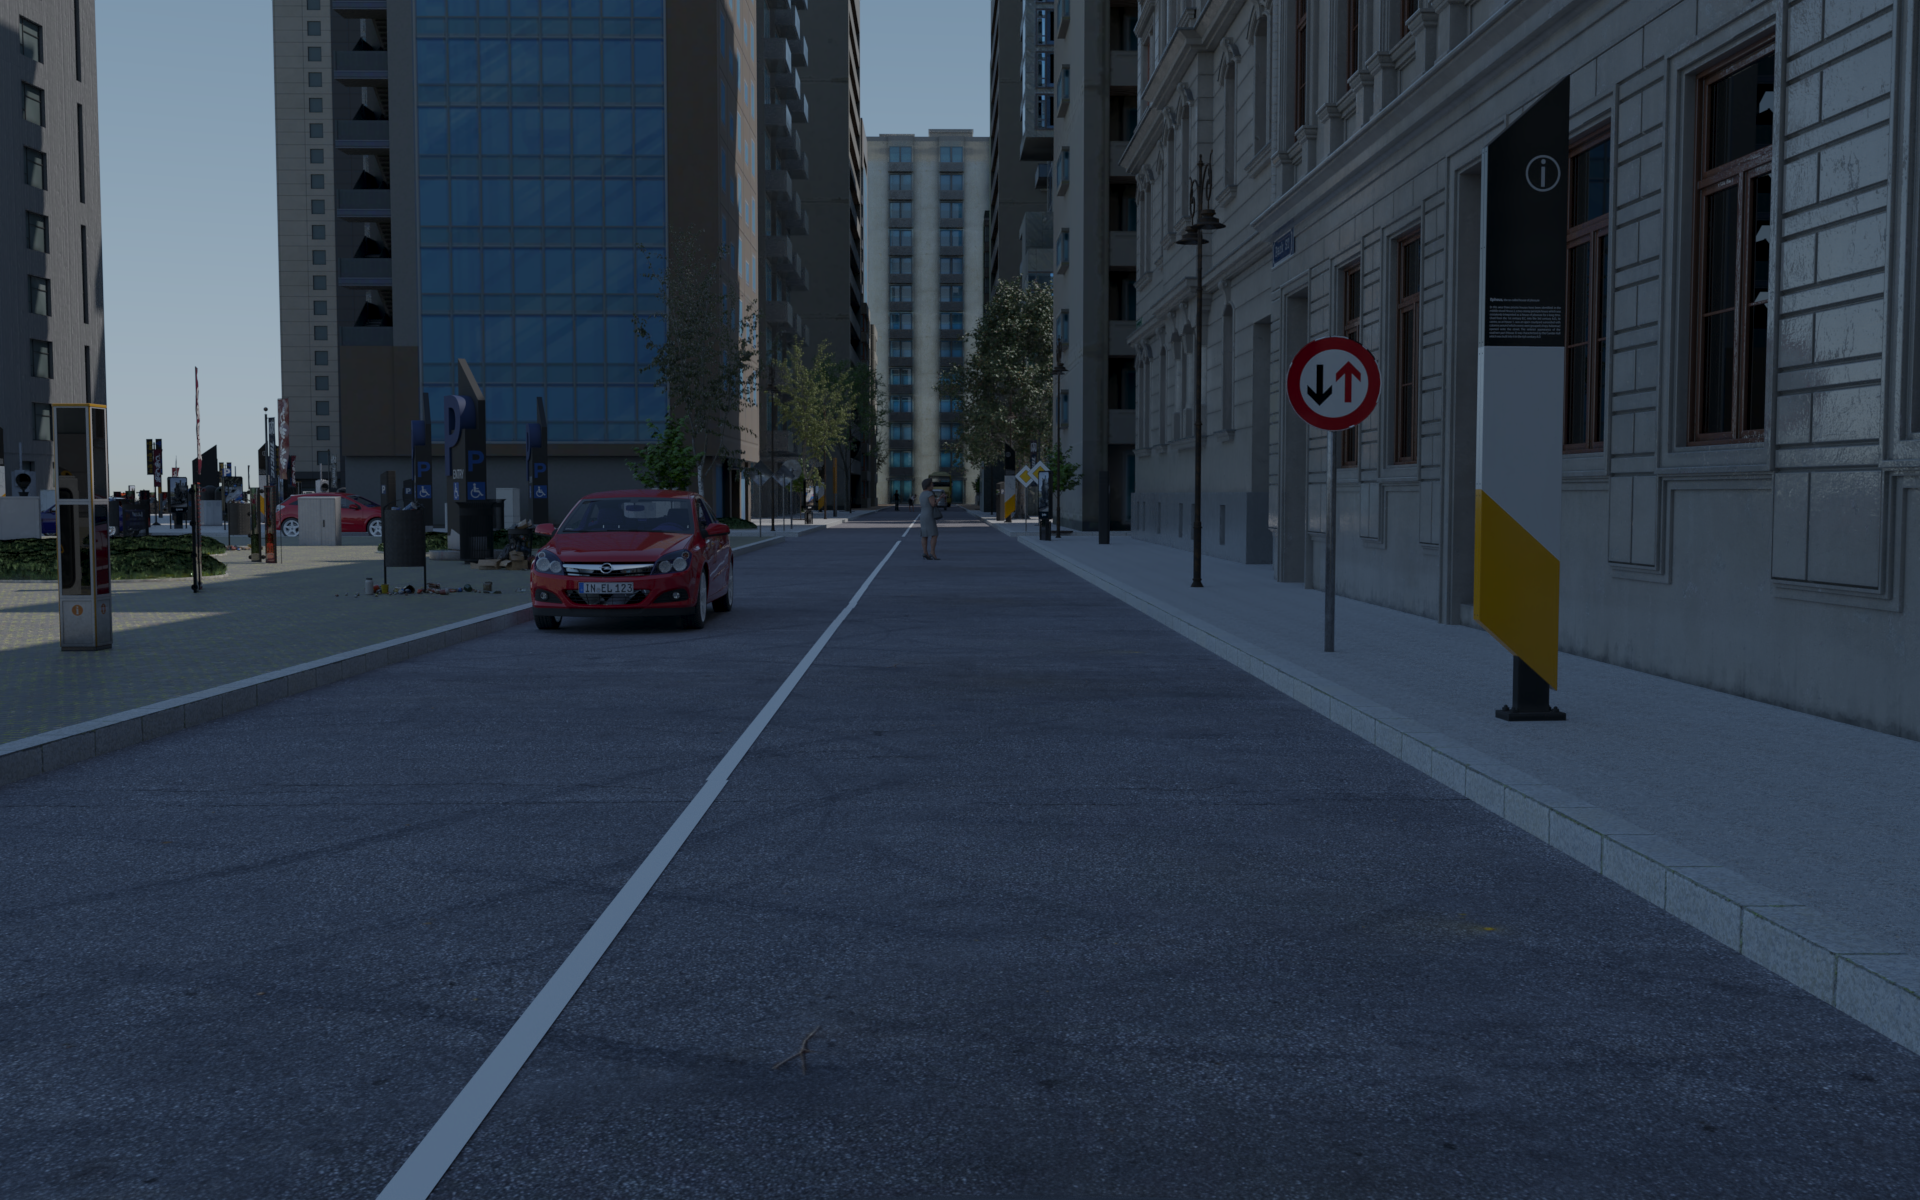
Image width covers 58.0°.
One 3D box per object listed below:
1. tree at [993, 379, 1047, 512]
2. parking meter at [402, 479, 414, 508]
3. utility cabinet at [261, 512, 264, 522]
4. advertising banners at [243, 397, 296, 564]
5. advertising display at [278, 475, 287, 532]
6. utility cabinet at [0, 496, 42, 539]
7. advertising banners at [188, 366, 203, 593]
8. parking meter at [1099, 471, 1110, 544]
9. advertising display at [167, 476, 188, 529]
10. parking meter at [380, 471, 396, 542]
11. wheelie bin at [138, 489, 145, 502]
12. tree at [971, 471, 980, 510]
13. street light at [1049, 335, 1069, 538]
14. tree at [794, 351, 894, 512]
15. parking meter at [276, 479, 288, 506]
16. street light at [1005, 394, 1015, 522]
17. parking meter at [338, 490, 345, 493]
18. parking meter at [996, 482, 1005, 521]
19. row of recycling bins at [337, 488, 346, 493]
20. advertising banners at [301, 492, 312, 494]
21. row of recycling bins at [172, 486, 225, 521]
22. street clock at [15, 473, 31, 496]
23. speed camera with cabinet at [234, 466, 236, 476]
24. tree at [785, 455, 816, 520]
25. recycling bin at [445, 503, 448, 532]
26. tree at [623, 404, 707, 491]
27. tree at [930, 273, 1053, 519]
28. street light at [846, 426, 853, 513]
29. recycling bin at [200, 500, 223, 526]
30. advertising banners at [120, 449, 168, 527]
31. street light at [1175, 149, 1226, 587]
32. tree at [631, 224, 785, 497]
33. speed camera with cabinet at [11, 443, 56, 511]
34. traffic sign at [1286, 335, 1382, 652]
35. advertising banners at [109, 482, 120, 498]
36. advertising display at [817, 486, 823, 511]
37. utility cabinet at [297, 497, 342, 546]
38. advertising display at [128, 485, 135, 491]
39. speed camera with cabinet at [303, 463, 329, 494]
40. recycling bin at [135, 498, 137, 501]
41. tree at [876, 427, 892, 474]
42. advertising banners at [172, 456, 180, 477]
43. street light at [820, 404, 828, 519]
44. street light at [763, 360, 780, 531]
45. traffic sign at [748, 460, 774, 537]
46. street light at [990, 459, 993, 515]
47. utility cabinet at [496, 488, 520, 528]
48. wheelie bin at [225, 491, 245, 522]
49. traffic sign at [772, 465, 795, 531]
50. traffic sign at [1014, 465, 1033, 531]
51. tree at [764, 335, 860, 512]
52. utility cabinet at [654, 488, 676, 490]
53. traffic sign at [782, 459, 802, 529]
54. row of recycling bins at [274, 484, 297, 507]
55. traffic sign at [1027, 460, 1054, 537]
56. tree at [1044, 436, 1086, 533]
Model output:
[{"bbox_3d":[3.010,-9.087,98.929,4.360,8.622,3.978,0,3,0],"label":"tree"},{"bbox_3d":[-20.286,-3.547,63.708,0.399,1.863,0.255,-1,4,-10],"label":"parking meter"},{"bbox_3d":[-32.042,-4.191,79.689,0.306,1.237,1.020,2,4,30],"label":"utility cabinet"},{"bbox_3d":[-12.829,-2.199,32.147,0.090,3.025,2.074,-3,5,-42],"label":"advertising banners"},{"bbox_3d":[-22.997,-3.278,58.813,0.123,1.923,0.974,-2,4,-31],"label":"advertising display"},{"bbox_3d":[-24.604,-2.086,45.271,1.020,1.237,0.306,-1,4,-23],"label":"utility cabinet"},{"bbox_3d":[-10.255,-1.656,23.256,0.090,3.025,2.074,-1,4,-20],"label":"advertising banners"},{"bbox_3d":[3.696,-2.362,44.336,0.255,1.863,0.399,1,4,11],"label":"parking meter"},{"bbox_3d":[-28.885,-3.593,63.961,0.123,1.923,0.974,1,4,14],"label":"advertising display"},{"bbox_3d":[-14.341,-2.309,43.459,0.255,1.863,0.399,-3,5,-44],"label":"parking meter"},{"bbox_3d":[-49.781,-5.980,105.679,0.693,1.594,0.980,-2,4,-26],"label":"wheelie bin"},{"bbox_3d":[1.605,-9.073,142.936,1.663,3.219,1.824,0,3,0],"label":"tree"},{"bbox_3d":[2.874,-4.750,50.458,0.468,5.910,1.993,0,4,-1],"label":"street light"},{"bbox_3d":[-8.361,-12.260,126.200,9.928,11.665,9.643,0,3,0],"label":"tree"},{"bbox_3d":[-26.244,-3.753,67.071,0.399,1.863,0.255,0,4,1],"label":"parking meter"},{"bbox_3d":[2.337,-6.575,80.291,0.468,5.910,1.993,0,4,-1],"label":"street light"},{"bbox_3d":[-35.299,-5.535,98.905,0.372,1.533,0.369,0,3,0],"label":"parking meter"},{"bbox_3d":[1.921,-4.699,82.540,0.255,1.863,0.399,3,5,41],"label":"parking meter"},{"bbox_3d":[-39.374,-6.361,111.122,1.069,1.692,3.534,-1,4,-11],"label":"row of recycling bins"},{"bbox_3d":[-40.318,-6.706,105.823,2.074,3.025,0.090,2,4,25],"label":"advertising banners"},{"bbox_3d":[-36.928,-4.728,84.420,3.534,1.692,1.069,1,4,20],"label":"row of recycling bins"},{"bbox_3d":[-32.470,-3.395,60.075,0.471,2.002,0.358,-2,4,-34],"label":"street clock"},{"bbox_3d":[-51.806,-7.811,122.048,2.038,3.252,0.660,0,4,-4],"label":"speed camera with cabinet"},{"bbox_3d":[-7.840,-5.537,85.135,1.663,3.219,1.824,0,3,0],"label":"tree"},{"bbox_3d":[-14.147,-2.221,48.861,0.722,1.027,0.722,-1,4,-16],"label":"recycling bin"},{"bbox_3d":[-6.237,-2.618,37.402,1.663,3.219,1.824,0,3,0],"label":"tree"},{"bbox_3d":[3.249,-10.575,89.912,9.611,12.733,9.660,0,3,0],"label":"tree"},{"bbox_3d":[-7.302,-8.725,115.446,0.468,5.910,1.993,0,4,-1],"label":"street light"},{"bbox_3d":[-30.239,-3.504,69.847,0.722,1.027,0.722,-3,5,-44],"label":"recycling bin"},{"bbox_3d":[-31.307,-4.298,66.454,0.090,3.025,2.074,1,4,18],"label":"advertising banners"},{"bbox_3d":[3.271,-3.115,23.718,0.468,5.910,1.993,0,4,-1],"label":"street light"},{"bbox_3d":[-6.987,-5.914,47.062,4.360,8.622,3.978,0,3,0],"label":"tree"},{"bbox_3d":[-35.365,-4.427,66.725,2.038,3.252,0.660,0,4,-1],"label":"speed camera with cabinet"},{"bbox_3d":[3.007,-0.851,14.022,0.768,2.556,0.104,0,4,2],"label":"traffic sign"},{"bbox_3d":[-48.614,-6.346,99.947,0.090,3.025,2.074,2,4,28],"label":"advertising banners"},{"bbox_3d":[-10.645,-7.756,132.029,0.974,1.923,0.123,3,5,39],"label":"advertising display"},{"bbox_3d":[-15.972,-1.959,43.196,1.020,1.237,0.306,1,4,11],"label":"utility cabinet"},{"bbox_3d":[-60.396,-7.408,126.328,0.123,1.923,0.974,0,4,-4],"label":"advertising display"},{"bbox_3d":[-41.614,-7.159,111.385,0.660,3.252,2.038,3,5,40],"label":"speed camera with cabinet"},{"bbox_3d":[-54.067,-6.123,112.658,0.722,1.027,0.722,2,4,26],"label":"recycling bin"},{"bbox_3d":[-9.396,-14.582,188.781,4.360,8.622,3.978,0,3,0],"label":"tree"},{"bbox_3d":[-35.247,-5.007,78.055,0.090,3.025,2.074,-2,4,-27],"label":"advertising banners"},{"bbox_3d":[-6.863,-7.047,88.004,0.468,5.910,1.993,0,4,-1],"label":"street light"},{"bbox_3d":[-6.481,-5.324,59.842,0.468,5.910,1.993,0,4,-1],"label":"street light"},{"bbox_3d":[-5.917,-2.917,51.328,0.795,2.450,0.064,0,4,-1],"label":"traffic sign"},{"bbox_3d":[1.975,-8.211,107.031,0.468,5.910,1.993,0,4,-1],"label":"street light"},{"bbox_3d":[-16.514,-3.343,63.332,0.318,1.500,1.173,-3,5,-45],"label":"utility cabinet"},{"bbox_3d":[-33.784,-4.431,80.350,0.693,1.594,0.980,0,4,-2],"label":"wheelie bin"},{"bbox_3d":[-6.031,-3.405,59.312,0.795,2.450,0.064,0,4,-1],"label":"traffic sign"},{"bbox_3d":[2.263,-3.411,59.409,0.795,2.450,0.064,0,4,-1],"label":"traffic sign"},{"bbox_3d":[-6.944,-7.981,80.846,4.737,8.622,4.395,0,3,0],"label":"tree"},{"bbox_3d":[-10.235,-3.155,60.266,1.173,1.500,0.318,3,5,40],"label":"utility cabinet"},{"bbox_3d":[-6.194,-3.885,63.621,0.768,2.556,0.104,0,4,3],"label":"traffic sign"},{"bbox_3d":[-28.038,-3.957,71.815,1.069,1.692,3.534,-1,4,-17],"label":"row of recycling bins"},{"bbox_3d":[2.376,-2.922,51.425,0.795,2.450,0.064,0,4,-1],"label":"traffic sign"},{"bbox_3d":[3.307,-3.877,57.985,1.663,3.219,1.824,0,3,0],"label":"tree"}]
